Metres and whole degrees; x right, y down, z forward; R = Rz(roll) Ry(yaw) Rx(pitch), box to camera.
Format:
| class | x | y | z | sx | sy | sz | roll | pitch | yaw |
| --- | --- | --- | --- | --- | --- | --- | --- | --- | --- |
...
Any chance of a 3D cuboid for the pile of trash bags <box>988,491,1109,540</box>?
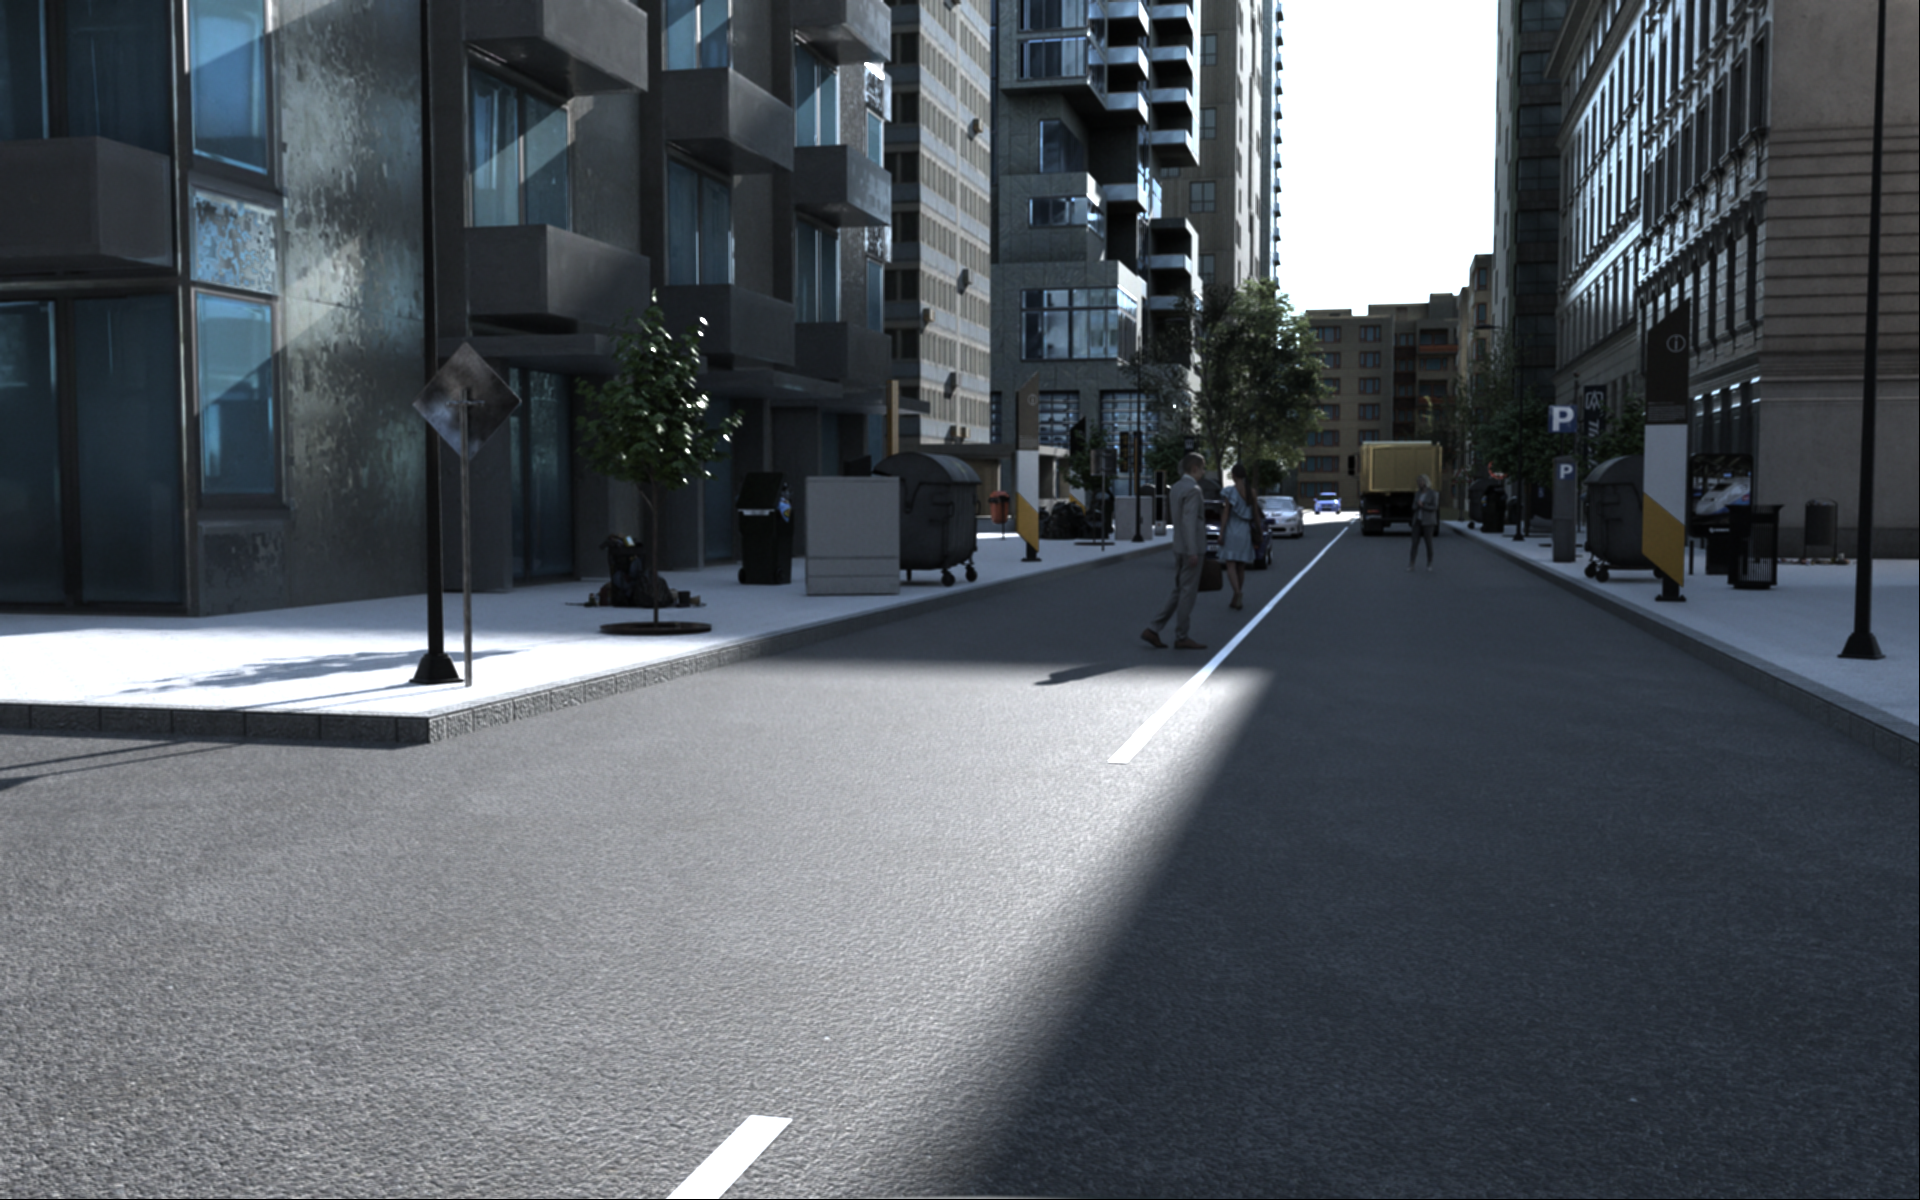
| class | x | y | z | sx | sy | sz | roll | pitch | yaw |
| --- | --- | --- | --- | --- | --- | --- | --- | --- | --- |
| pile of trash bags | 2.417 | -2.415 | 49.231 | 3.447 | 1.369 | 1.912 | -1 | 4 | -23 |

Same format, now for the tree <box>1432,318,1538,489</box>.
| class | x | y | z | sx | sy | sz | roll | pitch | yaw |
| --- | --- | --- | --- | --- | --- | --- | --- | --- | --- |
| tree | 22.434 | -7.525 | 73.402 | 4.737 | 8.622 | 4.395 | 0 | 3 | 0 |

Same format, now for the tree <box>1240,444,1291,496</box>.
| class | x | y | z | sx | sy | sz | roll | pitch | yaw |
| --- | --- | --- | --- | --- | --- | --- | --- | --- | --- |
| tree | 18.332 | -7.420 | 105.037 | 4.285 | 4.588 | 4.351 | 0 | 3 | 0 |

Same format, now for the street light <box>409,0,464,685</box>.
| class | x | y | z | sx | sy | sz | roll | pitch | yaw |
| --- | --- | --- | --- | --- | --- | --- | --- | --- | --- |
| street light | -3.047 | -2.383 | 11.506 | 1.470 | 5.913 | 1.316 | 1 | 4 | 14 |

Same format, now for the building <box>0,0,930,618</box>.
| class | x | y | z | sx | sy | sz | roll | pitch | yaw |
| --- | --- | --- | --- | --- | --- | --- | --- | --- | --- |
| building | -14.174 | -25.167 | 31.085 | 23.786 | 49.044 | 30.456 | 1 | 4 | 14 |

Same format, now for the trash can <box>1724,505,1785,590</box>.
| class | x | y | z | sx | sy | sz | roll | pitch | yaw |
| --- | --- | --- | --- | --- | --- | --- | --- | --- | --- |
| trash can | 10.709 | -0.718 | 23.386 | 0.748 | 1.137 | 0.748 | 0 | 3 | 0 |

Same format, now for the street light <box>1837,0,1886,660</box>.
| class | x | y | z | sx | sy | sz | roll | pitch | yaw |
| --- | --- | --- | --- | --- | --- | --- | --- | --- | --- |
| street light | 6.549 | -2.508 | 13.543 | 1.470 | 5.913 | 1.316 | 1 | 4 | 14 |

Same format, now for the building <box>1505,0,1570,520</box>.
| class | x | y | z | sx | sy | sz | roll | pitch | yaw |
| --- | --- | --- | --- | --- | --- | --- | --- | --- | --- |
| building | 35.555 | -19.428 | 89.356 | 14.160 | 30.474 | 14.107 | 1 | 4 | 14 |

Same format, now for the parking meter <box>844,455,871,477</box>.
| class | x | y | z | sx | sy | sz | roll | pitch | yaw |
| --- | --- | --- | --- | --- | --- | --- | --- | --- | --- |
| parking meter | -1.538 | -1.231 | 25.833 | 0.399 | 1.863 | 0.255 | -2 | 4 | -25 |

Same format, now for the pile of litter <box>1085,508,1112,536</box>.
| class | x | y | z | sx | sy | sz | roll | pitch | yaw |
| --- | --- | --- | --- | --- | --- | --- | --- | --- | --- |
| pile of litter | 3.829 | -2.419 | 53.510 | 1.719 | 0.858 | 1.176 | 3 | 5 | 42 |

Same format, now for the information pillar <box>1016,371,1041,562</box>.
| class | x | y | z | sx | sy | sz | roll | pitch | yaw |
| --- | --- | --- | --- | --- | --- | --- | --- | --- | --- |
| information pillar | 1.291 | -2.539 | 32.870 | 0.504 | 3.616 | 0.183 | -2 | 4 | -31 |

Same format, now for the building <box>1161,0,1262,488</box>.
| class | x | y | z | sx | sy | sz | roll | pitch | yaw |
| --- | --- | --- | --- | --- | --- | --- | --- | --- | --- |
| building | 11.090 | -33.985 | 144.894 | 27.495 | 52.752 | 28.713 | 1 | 4 | 14 |

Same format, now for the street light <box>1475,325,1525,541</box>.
| class | x | y | z | sx | sy | sz | roll | pitch | yaw |
| --- | --- | --- | --- | --- | --- | --- | --- | --- | --- |
| street light | 14.822 | -4.588 | 47.547 | 1.470 | 5.913 | 1.316 | 1 | 4 | 14 |

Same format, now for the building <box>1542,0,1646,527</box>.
| class | x | y | z | sx | sy | sz | roll | pitch | yaw |
| --- | --- | --- | --- | --- | --- | --- | --- | --- | --- |
| building | 31.280 | -14.137 | 64.431 | 16.112 | 22.955 | 30.059 | 1 | 4 | 14 |

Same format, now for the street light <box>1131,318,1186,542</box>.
| class | x | y | z | sx | sy | sz | roll | pitch | yaw |
| --- | --- | --- | --- | --- | --- | --- | --- | --- | --- |
| street light | 5.284 | -4.494 | 46.023 | 1.470 | 5.913 | 1.316 | 1 | 4 | 14 |

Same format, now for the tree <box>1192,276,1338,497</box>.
| class | x | y | z | sx | sy | sz | roll | pitch | yaw |
| --- | --- | --- | --- | --- | --- | --- | --- | --- | --- |
| tree | 15.913 | -10.544 | 90.514 | 7.486 | 12.596 | 7.792 | 0 | 3 | 0 |

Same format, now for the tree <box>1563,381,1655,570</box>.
| class | x | y | z | sx | sy | sz | roll | pitch | yaw |
| --- | --- | --- | --- | --- | --- | --- | --- | --- | --- |
| tree | 11.502 | -2.152 | 29.791 | 1.663 | 3.219 | 1.824 | 0 | 3 | 0 |

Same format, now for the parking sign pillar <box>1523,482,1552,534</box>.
| class | x | y | z | sx | sy | sz | roll | pitch | yaw |
| --- | --- | --- | --- | --- | --- | --- | --- | --- | --- |
| parking sign pillar | 19.233 | -4.176 | 56.751 | 1.447 | 3.967 | 1.447 | -1 | 4 | -12 |

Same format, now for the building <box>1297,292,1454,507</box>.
| class | x | y | z | sx | sy | sz | roll | pitch | yaw |
| --- | --- | --- | --- | --- | --- | --- | --- | --- | --- |
| building | 50.264 | -20.416 | 178.840 | 28.899 | 21.520 | 27.650 | 1 | 4 | 14 |

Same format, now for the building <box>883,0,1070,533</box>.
| class | x | y | z | sx | sy | sz | roll | pitch | yaw |
| --- | --- | --- | --- | --- | --- | --- | --- | --- | --- |
| building | -12.060 | -22.944 | 67.017 | 32.217 | 40.220 | 23.993 | 1 | 4 | 14 |

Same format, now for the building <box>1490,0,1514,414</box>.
| class | x | y | z | sx | sy | sz | roll | pitch | yaw |
| --- | --- | --- | --- | --- | --- | --- | --- | --- | --- |
| building | 47.878 | -31.671 | 107.061 | 28.713 | 52.752 | 27.495 | 1 | 4 | 14 |

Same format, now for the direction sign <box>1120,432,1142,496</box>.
| class | x | y | z | sx | sy | sz | roll | pitch | yaw |
| --- | --- | --- | --- | --- | --- | --- | --- | --- | --- |
| direction sign | 6.202 | -4.338 | 62.922 | 0.876 | 3.537 | 0.379 | 2 | 4 | 30 |

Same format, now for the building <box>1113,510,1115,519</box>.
| class | x | y | z | sx | sy | sz | roll | pitch | yaw |
| --- | --- | --- | --- | --- | --- | --- | --- | --- | --- |
| building | 3.664 | -48.227 | 101.187 | 22.319 | 86.520 | 31.000 | 1 | 4 | 14 |

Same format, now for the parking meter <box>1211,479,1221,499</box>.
| class | x | y | z | sx | sy | sz | roll | pitch | yaw |
| --- | --- | --- | --- | --- | --- | --- | --- | --- | --- |
| parking meter | 9.776 | -3.711 | 66.379 | 0.255 | 1.863 | 0.399 | -3 | 4 | -36 |

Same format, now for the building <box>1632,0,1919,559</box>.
| class | x | y | z | sx | sy | sz | roll | pitch | yaw |
| --- | --- | --- | --- | --- | --- | --- | --- | --- | --- |
| building | 22.545 | -11.771 | 41.603 | 9.793 | 20.994 | 18.267 | 1 | 4 | 14 |

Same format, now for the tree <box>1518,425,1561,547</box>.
| class | x | y | z | sx | sy | sz | roll | pitch | yaw |
| --- | --- | --- | --- | --- | --- | --- | --- | --- | --- |
| tree | 14.745 | -2.908 | 42.148 | 1.663 | 3.219 | 1.824 | 0 | 3 | 0 |

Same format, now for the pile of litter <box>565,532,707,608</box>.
| class | x | y | z | sx | sy | sz | roll | pitch | yaw |
| --- | --- | --- | --- | --- | --- | --- | --- | --- | --- |
| pile of litter | -3.739 | -0.367 | 19.966 | 1.719 | 0.858 | 1.176 | 3 | 4 | 37 |

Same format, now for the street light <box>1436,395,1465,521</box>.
| class | x | y | z | sx | sy | sz | roll | pitch | yaw |
| --- | --- | --- | --- | --- | --- | --- | --- | --- | --- |
| street light | 23.077 | -6.664 | 81.496 | 1.470 | 5.913 | 1.316 | 1 | 4 | 14 |

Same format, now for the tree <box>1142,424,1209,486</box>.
| class | x | y | z | sx | sy | sz | roll | pitch | yaw |
| --- | --- | --- | --- | --- | --- | --- | --- | --- | --- |
| tree | 10.127 | -5.947 | 80.950 | 4.285 | 4.588 | 4.351 | 0 | 3 | 0 |

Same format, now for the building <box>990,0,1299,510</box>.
| class | x | y | z | sx | sy | sz | roll | pitch | yaw |
| --- | --- | --- | --- | --- | --- | --- | --- | --- | --- |
| building | 20.734 | -53.179 | 182.154 | 31.000 | 86.520 | 22.319 | 1 | 4 | 14 |

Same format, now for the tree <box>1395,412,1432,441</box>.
| class | x | y | z | sx | sy | sz | roll | pitch | yaw |
| --- | --- | --- | --- | --- | --- | --- | --- | --- | --- |
| tree | 40.225 | -12.250 | 150.653 | 4.737 | 8.622 | 4.395 | 0 | 3 | 0 |

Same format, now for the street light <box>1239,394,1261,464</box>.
| class | x | y | z | sx | sy | sz | roll | pitch | yaw |
| --- | --- | --- | --- | --- | --- | --- | --- | --- | --- |
| street light | 13.454 | -6.572 | 79.992 | 1.470 | 5.913 | 1.316 | 1 | 4 | 14 |

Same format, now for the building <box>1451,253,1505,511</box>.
| class | x | y | z | sx | sy | sz | roll | pitch | yaw |
| --- | --- | --- | --- | --- | --- | --- | --- | --- | --- |
| building | 53.780 | -17.770 | 135.586 | 27.650 | 21.520 | 28.899 | 1 | 4 | 14 |

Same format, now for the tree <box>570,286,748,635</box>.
| class | x | y | z | sx | sy | sz | roll | pitch | yaw |
| --- | --- | --- | --- | --- | --- | --- | --- | --- | --- |
| tree | -2.739 | -1.321 | 16.202 | 1.663 | 3.219 | 1.824 | 0 | 3 | 0 |

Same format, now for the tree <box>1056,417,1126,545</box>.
| class | x | y | z | sx | sy | sz | roll | pitch | yaw |
| --- | --- | --- | --- | --- | --- | --- | --- | --- | --- |
| tree | 3.404 | -3.012 | 43.843 | 1.663 | 3.219 | 1.824 | 0 | 3 | 0 |

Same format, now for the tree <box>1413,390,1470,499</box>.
| class | x | y | z | sx | sy | sz | roll | pitch | yaw |
| --- | --- | --- | --- | --- | --- | --- | --- | --- | --- |
| tree | 33.995 | -10.554 | 122.916 | 4.360 | 8.622 | 3.978 | 0 | 3 | 0 |

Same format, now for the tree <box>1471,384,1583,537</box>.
| class | x | y | z | sx | sy | sz | roll | pitch | yaw |
| --- | --- | --- | --- | --- | --- | --- | --- | --- | --- |
| tree | 17.159 | -4.178 | 52.019 | 4.285 | 4.588 | 4.351 | 0 | 3 | 0 |

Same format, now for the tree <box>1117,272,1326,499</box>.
| class | x | y | z | sx | sy | sz | roll | pitch | yaw |
| --- | --- | --- | --- | --- | --- | --- | --- | --- | --- |
| tree | 10.915 | -8.416 | 72.018 | 8.767 | 10.594 | 7.601 | 0 | 4 | -1 |
